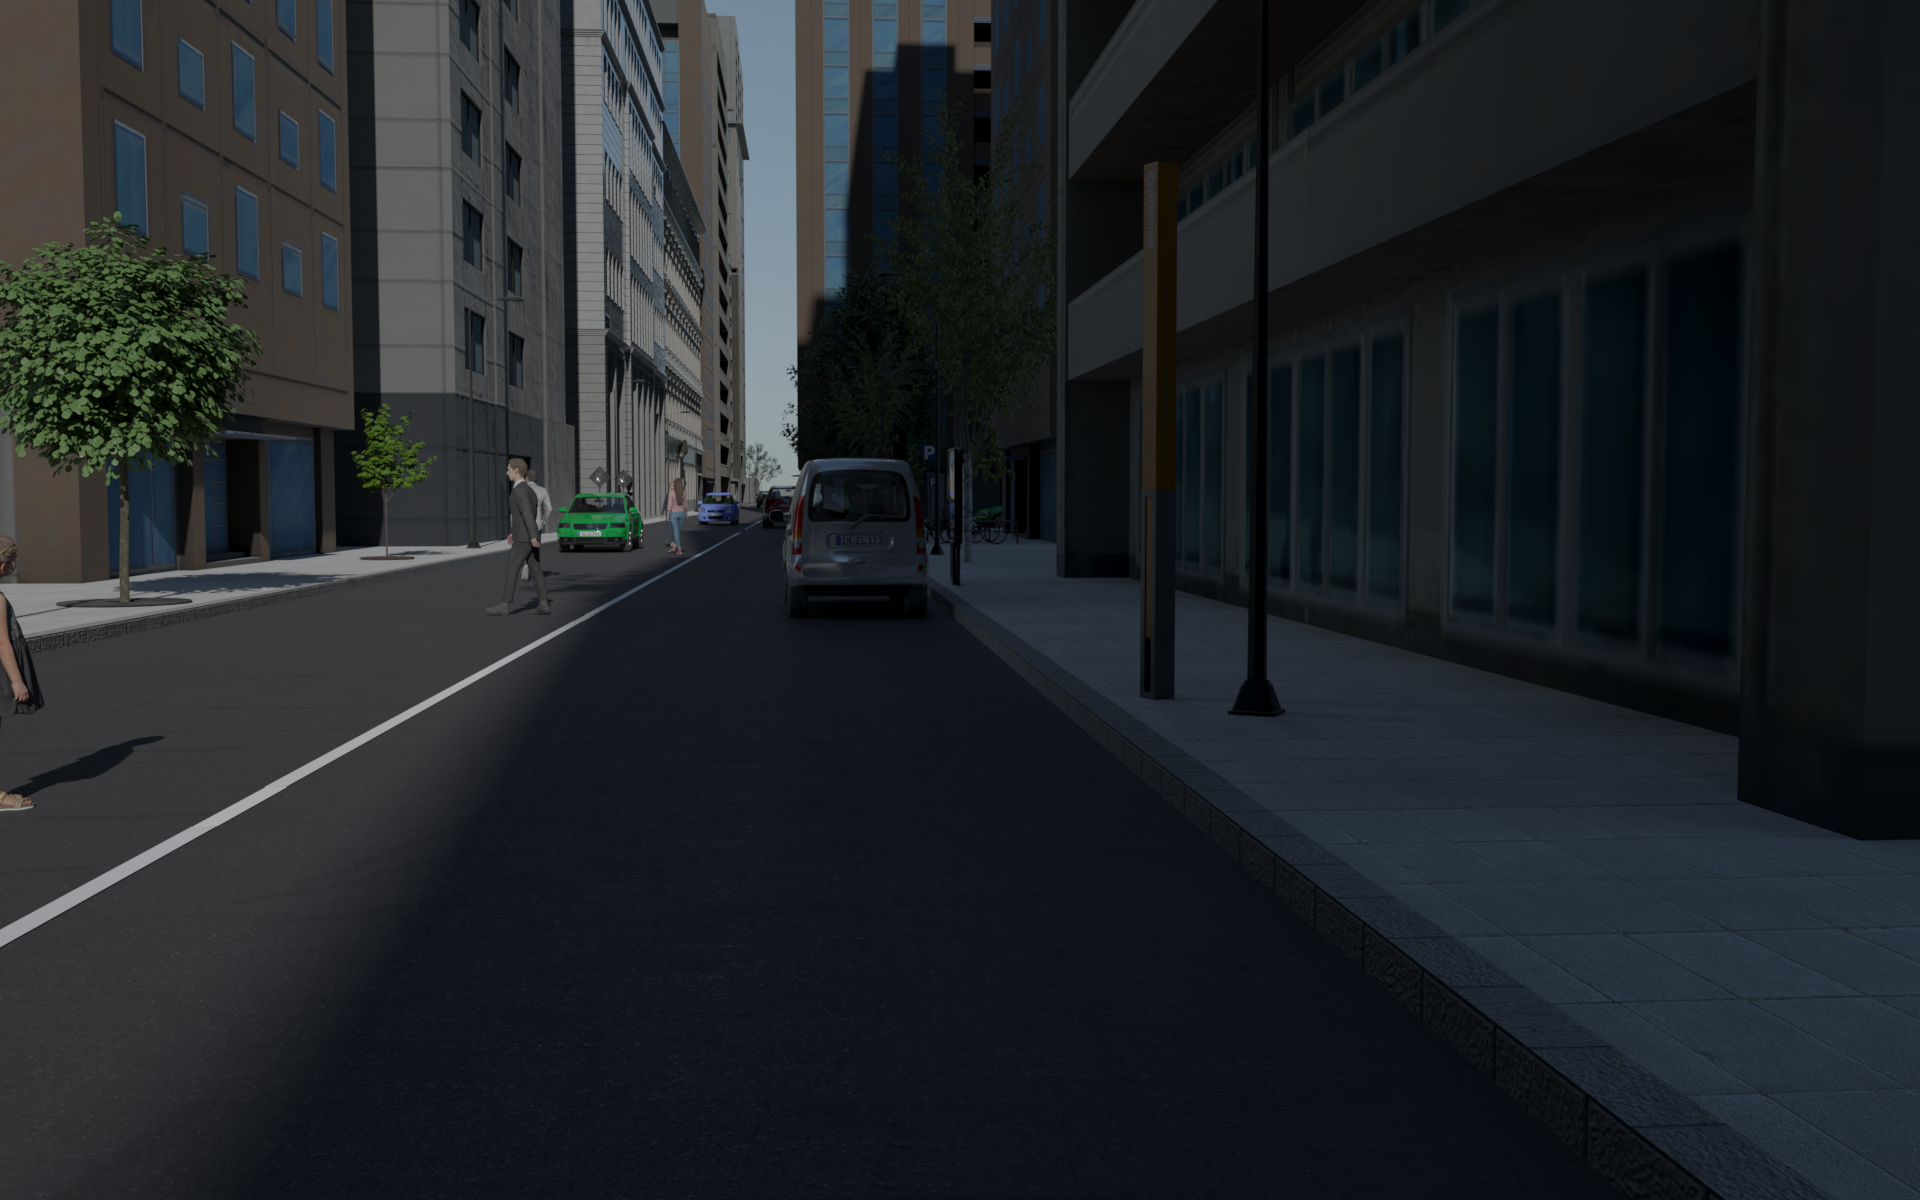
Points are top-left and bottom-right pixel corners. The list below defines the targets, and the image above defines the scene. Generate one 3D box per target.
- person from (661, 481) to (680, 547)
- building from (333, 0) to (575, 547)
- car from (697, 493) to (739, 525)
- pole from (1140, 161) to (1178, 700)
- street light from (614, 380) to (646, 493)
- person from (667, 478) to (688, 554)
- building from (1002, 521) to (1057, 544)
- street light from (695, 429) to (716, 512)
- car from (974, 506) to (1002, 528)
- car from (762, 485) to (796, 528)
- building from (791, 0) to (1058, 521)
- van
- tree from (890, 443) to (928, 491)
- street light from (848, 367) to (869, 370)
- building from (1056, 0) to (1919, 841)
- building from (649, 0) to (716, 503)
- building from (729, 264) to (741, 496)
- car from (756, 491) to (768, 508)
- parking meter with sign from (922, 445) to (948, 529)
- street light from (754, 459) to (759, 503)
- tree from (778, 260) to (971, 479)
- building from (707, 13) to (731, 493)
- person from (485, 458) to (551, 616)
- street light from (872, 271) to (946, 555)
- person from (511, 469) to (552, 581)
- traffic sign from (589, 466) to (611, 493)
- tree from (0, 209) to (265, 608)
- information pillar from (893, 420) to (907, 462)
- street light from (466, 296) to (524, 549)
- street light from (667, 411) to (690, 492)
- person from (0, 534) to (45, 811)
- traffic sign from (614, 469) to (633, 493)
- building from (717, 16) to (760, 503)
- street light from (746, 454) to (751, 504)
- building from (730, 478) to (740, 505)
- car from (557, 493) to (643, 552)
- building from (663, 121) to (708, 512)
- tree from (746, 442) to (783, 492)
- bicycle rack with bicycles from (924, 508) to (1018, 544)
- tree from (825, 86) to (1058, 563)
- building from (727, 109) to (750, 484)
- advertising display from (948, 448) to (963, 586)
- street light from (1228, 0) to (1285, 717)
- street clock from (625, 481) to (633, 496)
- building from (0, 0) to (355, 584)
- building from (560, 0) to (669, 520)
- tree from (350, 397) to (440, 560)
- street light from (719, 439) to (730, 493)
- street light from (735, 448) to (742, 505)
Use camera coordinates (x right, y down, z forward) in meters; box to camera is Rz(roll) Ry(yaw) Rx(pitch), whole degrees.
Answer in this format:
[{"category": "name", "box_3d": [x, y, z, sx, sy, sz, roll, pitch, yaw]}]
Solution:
[{"category": "person", "box_3d": [-7.792, -2.324, 46.912, 0.576, 1.772, 0.534, -1, 4, -19]}, {"category": "building", "box_3d": [-23.301, -37.385, 49.504, 20.611, 71.187, 20.563, 0, 4, -5]}, {"category": "car", "box_3d": [-11.274, -4.368, 81.013, 1.945, 1.707, 3.694, 0, 4, -3]}, {"category": "pole", "box_3d": [1.240, -1.036, 10.788, 0.158, 3.312, 0.155, 0, 3, 0]}, {"category": "street light", "box_3d": [-13.437, -5.980, 70.312, 1.470, 5.913, 1.316, 0, 4, -5]}, {"category": "person", "box_3d": [-6.742, -2.013, 41.415, 0.555, 1.821, 0.388, -3, 5, -43]}, {"category": "building", "box_3d": [8.499, -24.436, 49.636, 14.600, 45.320, 14.200, 0, 4, -5]}, {"category": "street light", "box_3d": [-18.226, -9.221, 123.297, 1.470, 5.913, 1.316, 0, 4, -5]}, {"category": "car", "box_3d": [2.902, -3.703, 69.334, 4.718, 1.807, 1.959, 0, 4, -6]}, {"category": "car", "box_3d": [-7.382, -4.022, 74.435, 2.281, 1.827, 5.304, 0, 4, -3]}, {"category": "building", "box_3d": [-2.464, -27.488, 99.537, 14.600, 45.320, 14.200, 0, 4, -5]}, {"category": "van", "box_3d": [-1.370, -0.898, 21.687, 2.013, 2.044, 4.112, 0, 4, -7]}, {"category": "tree", "box_3d": [-1.842, -3.936, 58.955, 1.663, 3.219, 1.824, 0, 3, 0]}, {"category": "street light", "box_3d": [-3.396, -5.550, 63.277, 1.470, 5.913, 1.316, 0, 4, -5]}, {"category": "building", "box_3d": [13.035, -24.011, 16.284, 21.300, 48.544, 21.600, 0, 4, -5]}, {"category": "building", "box_3d": [-28.909, -30.641, 151.084, 14.600, 45.320, 14.200, 0, 4, -5]}, {"category": "building", "box_3d": [-34.171, -26.897, 211.469, 14.160, 30.474, 14.107, 0, 4, -5]}, {"category": "car", "box_3d": [-20.690, -10.809, 185.394, 2.281, 1.827, 5.304, 0, 4, -4]}, {"category": "parking meter with sign", "box_3d": [-0.840, -4.046, 62.407, 0.543, 3.016, 1.738, 1, 4, 16]}, {"category": "street light", "box_3d": [-27.370, -15.725, 229.642, 1.470, 5.913, 1.316, 0, 4, -5]}, {"category": "tree", "box_3d": [-4.112, -10.262, 84.795, 9.611, 12.733, 9.660, 0, 3, 0]}, {"category": "building", "box_3d": [-33.724, -33.326, 168.579, 21.300, 48.544, 21.600, 0, 4, -5]}, {"category": "person", "box_3d": [-5.218, -0.744, 20.443, 0.755, 1.850, 0.659, 0, 4, 5]}, {"category": "street light", "box_3d": [-1.022, -3.903, 36.351, 1.470, 5.913, 1.316, 0, 4, -5]}, {"category": "person", "box_3d": [-7.080, -1.241, 28.637, 0.661, 1.843, 0.795, -1, 4, -17]}, {"category": "traffic sign", "box_3d": [-12.996, -3.601, 62.517, 0.795, 2.450, 0.064, 0, 4, -5]}, {"category": "tree", "box_3d": [-9.801, -2.221, 20.033, 4.285, 4.588, 4.351, 0, 3, 0]}, {"category": "information pillar", "box_3d": [-1.909, -3.868, 54.590, 0.504, 3.616, 0.183, 2, 4, 34]}, {"category": "street light", "box_3d": [-10.939, -4.172, 40.748, 1.470, 5.913, 1.316, 0, 4, -5]}, {"category": "street light", "box_3d": [-15.784, -7.606, 96.906, 1.470, 5.913, 1.316, 0, 4, -5]}, {"category": "person", "box_3d": [-4.386, 0.321, 7.915, 0.373, 1.253, 0.362, -3, 4, -37]}, {"category": "traffic sign", "box_3d": [-13.687, -4.087, 70.472, 0.795, 2.450, 0.064, 0, 4, -5]}, {"category": "building", "box_3d": [-41.656, -50.530, 264.410, 20.563, 71.187, 20.611, 0, 4, -5]}, {"category": "street light", "box_3d": [-24.788, -13.876, 199.406, 1.470, 5.913, 1.316, 0, 4, -5]}, {"category": "building", "box_3d": [-40.964, -30.558, 191.498, 32.217, 40.220, 23.993, 0, 4, -5]}, {"category": "car", "box_3d": [-9.106, -2.152, 43.986, 1.959, 1.807, 4.718, 0, 4, -5]}, {"category": "building", "box_3d": [-27.172, -21.021, 120.116, 17.030, 29.872, 44.131, 0, 4, -5]}, {"category": "tree", "box_3d": [-34.915, -22.484, 302.017, 8.767, 10.594, 7.601, 0, 4, -4]}, {"category": "bicycle rack with bicycles", "box_3d": [0.112, -1.914, 44.670, 2.925, 0.926, 2.852, -1, 4, -21]}, {"category": "tree", "box_3d": [0.394, -5.002, 32.152, 4.737, 8.622, 4.395, 0, 3, 0]}, {"category": "building", "box_3d": [-43.835, -39.807, 240.084, 28.713, 52.752, 27.495, 0, 4, -5]}, {"category": "advertising display", "box_3d": [-0.070, -1.181, 24.516, 0.123, 1.923, 0.974, 0, 4, -6]}, {"category": "street light", "box_3d": [1.196, -2.286, 9.917, 1.470, 5.913, 1.316, 0, 4, -5]}, {"category": "street clock", "box_3d": [-13.680, -4.099, 71.582, 0.358, 2.002, 0.471, 0, 4, -1]}, {"category": "building", "box_3d": [-19.687, -23.206, 29.533, 14.600, 45.320, 14.200, 0, 4, -5]}, {"category": "building", "box_3d": [-20.970, -18.723, 83.619, 11.434, 29.767, 29.804, 0, 4, -5]}, {"category": "tree", "box_3d": [-11.275, -2.394, 33.742, 1.663, 3.219, 1.824, 0, 3, 0]}, {"category": "street light", "box_3d": [-20.217, -10.644, 146.569, 1.470, 5.913, 1.316, 0, 4, -5]}, {"category": "street light", "box_3d": [-22.449, -12.259, 172.979, 1.470, 5.913, 1.316, 0, 4, -5]}]
